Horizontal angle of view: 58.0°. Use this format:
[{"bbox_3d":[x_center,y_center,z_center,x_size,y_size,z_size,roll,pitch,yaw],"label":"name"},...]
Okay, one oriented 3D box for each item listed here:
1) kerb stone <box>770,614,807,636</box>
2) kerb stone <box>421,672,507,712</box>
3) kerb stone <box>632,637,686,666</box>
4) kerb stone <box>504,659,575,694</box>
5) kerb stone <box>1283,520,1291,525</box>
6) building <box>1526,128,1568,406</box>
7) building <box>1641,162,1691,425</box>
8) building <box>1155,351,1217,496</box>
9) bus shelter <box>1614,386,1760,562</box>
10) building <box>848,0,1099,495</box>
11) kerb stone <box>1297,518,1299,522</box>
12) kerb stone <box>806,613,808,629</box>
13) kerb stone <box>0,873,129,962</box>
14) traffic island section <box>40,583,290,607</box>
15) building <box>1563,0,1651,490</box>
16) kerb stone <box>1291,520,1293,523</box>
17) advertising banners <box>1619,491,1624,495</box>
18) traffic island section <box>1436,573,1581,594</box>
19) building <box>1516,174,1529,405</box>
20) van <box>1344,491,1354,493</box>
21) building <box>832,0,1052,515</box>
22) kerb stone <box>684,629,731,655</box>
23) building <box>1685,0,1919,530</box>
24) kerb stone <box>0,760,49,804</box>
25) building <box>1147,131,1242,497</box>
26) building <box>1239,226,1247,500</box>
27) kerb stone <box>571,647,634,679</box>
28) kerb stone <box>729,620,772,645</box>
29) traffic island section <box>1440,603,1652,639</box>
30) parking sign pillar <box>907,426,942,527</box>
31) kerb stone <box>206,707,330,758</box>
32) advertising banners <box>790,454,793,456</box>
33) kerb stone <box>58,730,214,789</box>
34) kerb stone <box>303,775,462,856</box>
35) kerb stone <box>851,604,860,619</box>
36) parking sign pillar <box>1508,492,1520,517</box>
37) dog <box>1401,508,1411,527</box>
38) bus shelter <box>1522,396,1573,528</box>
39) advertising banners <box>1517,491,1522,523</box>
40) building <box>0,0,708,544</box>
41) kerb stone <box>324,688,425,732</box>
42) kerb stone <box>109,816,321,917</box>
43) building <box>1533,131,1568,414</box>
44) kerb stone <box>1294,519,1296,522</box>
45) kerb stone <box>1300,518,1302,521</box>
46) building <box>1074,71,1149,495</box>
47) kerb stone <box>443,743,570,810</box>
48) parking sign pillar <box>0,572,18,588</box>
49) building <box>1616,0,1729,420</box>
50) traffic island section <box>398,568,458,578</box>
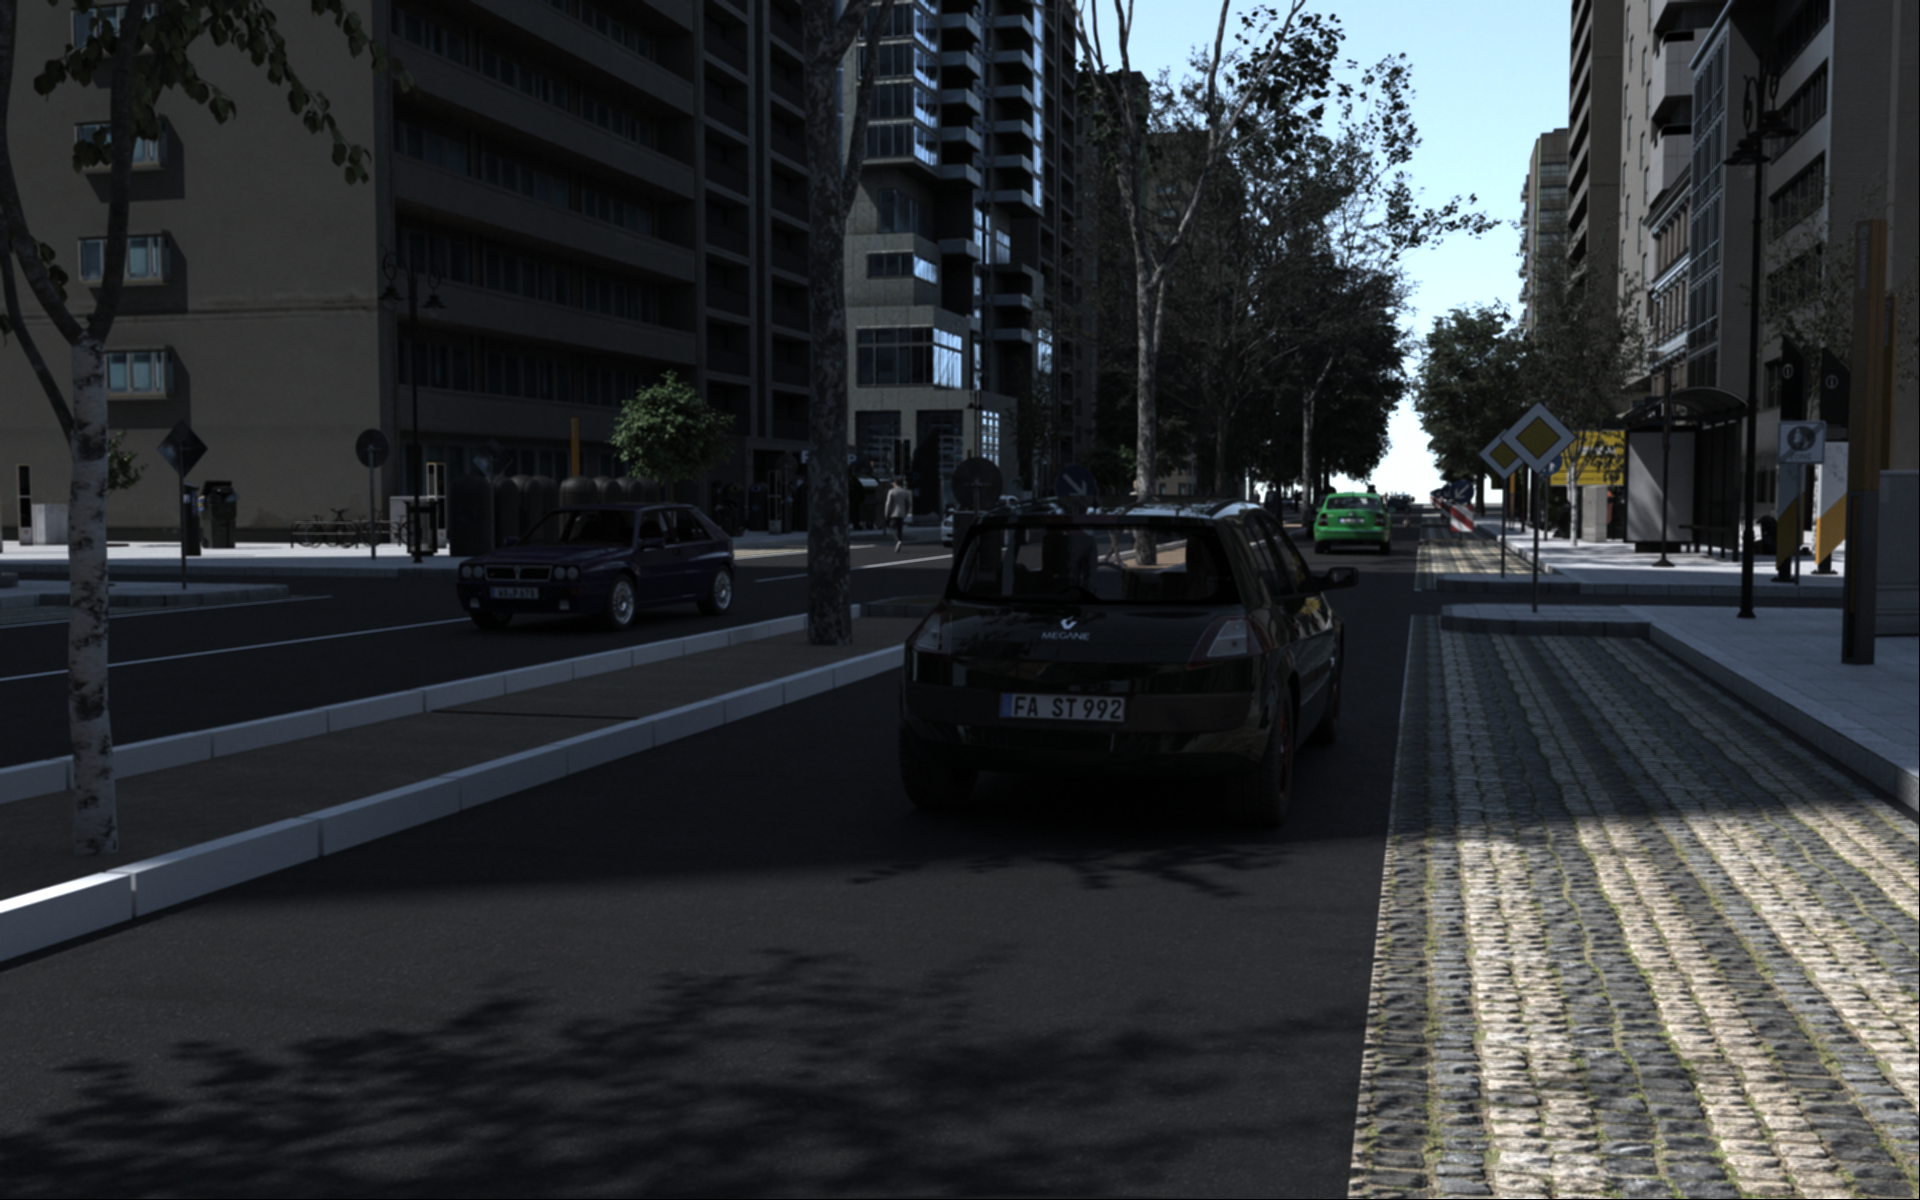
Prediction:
[{"bbox_3d":[-1.828,0.271,17.765,0.120,0.150,1.000,1,4,15],"label":"kerb stone"},{"bbox_3d":[-3.421,0.634,11.827,0.120,0.150,1.000,1,4,15],"label":"kerb stone"},{"bbox_3d":[-2.626,0.453,14.797,0.120,0.150,1.000,1,4,15],"label":"kerb stone"},{"bbox_3d":[-3.159,0.574,12.815,0.120,0.150,1.000,1,4,15],"label":"kerb stone"},{"bbox_3d":[15.592,-3.698,82.661,0.120,0.150,1.000,1,4,15],"label":"kerb stone"},{"bbox_3d":[76.707,-34.319,211.234,14.600,45.320,14.200,1,4,15],"label":"building"},{"bbox_3d":[40.428,-13.535,85.918,10.561,19.102,19.286,1,4,15],"label":"building"},{"bbox_3d":[15.998,-22.476,212.528,27.650,21.520,28.899,1,4,15],"label":"building"},{"bbox_3d":[14.591,-2.521,35.139,2.014,3.302,5.546,1,4,15],"label":"bus shelter"},{"bbox_3d":[1.123,-43.382,147.554,20.563,71.187,20.611,1,4,15],"label":"building"},{"bbox_3d":[16.918,-4.001,87.612,0.120,0.150,1.000,1,4,15],"label":"kerb stone"},{"bbox_3d":[-1.550,0.210,18.757,0.120,0.150,1.000,1,4,15],"label":"kerb stone"},{"bbox_3d":[-2.982,1.029,5.375,0.120,0.150,1.000,1,4,15],"label":"kerb stone"},{"bbox_3d":[-10.441,-0.061,23.275,2.009,0.180,2.903,1,4,15],"label":"traffic island section"},{"bbox_3d":[59.106,-31.231,134.320,21.300,48.544,21.600,1,4,15],"label":"building"},{"bbox_3d":[15.853,-3.757,83.649,0.120,0.150,1.000,1,4,15],"label":"kerb stone"},{"bbox_3d":[35.918,-6.022,94.647,2.074,3.025,0.090,0,4,-3],"label":"advertising banners"},{"bbox_3d":[8.330,-0.259,26.517,2.009,0.180,2.903,1,4,15],"label":"traffic island section"},{"bbox_3d":[86.712,-37.460,232.080,23.786,49.044,30.456,1,4,15],"label":"building"},{"bbox_3d":[48.953,-12.896,217.867,2.013,2.044,4.112,1,4,13],"label":"van"},{"bbox_3d":[-5.623,-49.514,122.225,22.319,86.520,31.000,1,4,15],"label":"building"},{"bbox_3d":[-2.361,0.395,15.788,0.120,0.150,1.000,1,4,15],"label":"kerb stone"},{"bbox_3d":[35.471,-14.833,61.580,14.314,24.678,30.058,1,4,15],"label":"building"},{"bbox_3d":[-4.487,0.877,7.862,0.120,0.150,1.000,1,4,15],"label":"kerb stone"},{"bbox_3d":[26.330,-37.431,235.697,21.300,48.544,21.600,1,4,15],"label":"building"},{"bbox_3d":[34.197,-34.797,252.522,14.154,41.232,14.086,1,4,15],"label":"building"},{"bbox_3d":[-2.896,0.513,13.806,0.120,0.150,1.000,1,4,15],"label":"kerb stone"},{"bbox_3d":[-2.088,0.334,16.777,0.120,0.150,1.000,1,4,15],"label":"kerb stone"},{"bbox_3d":[6.260,0.213,18.804,2.009,0.180,2.903,1,4,15],"label":"traffic island section"},{"bbox_3d":[-1.361,-4.872,68.133,1.447,3.967,1.447,2,4,33],"label":"parking sign pillar"},{"bbox_3d":[-3.955,0.760,9.843,0.120,0.150,1.000,1,4,15],"label":"kerb stone"},{"bbox_3d":[-7.190,-4.935,76.877,0.090,3.025,2.074,1,4,21],"label":"advertising banners"},{"bbox_3d":[-4.217,0.816,8.848,0.120,0.150,1.000,1,4,15],"label":"kerb stone"},{"bbox_3d":[-2.447,0.909,7.353,0.120,0.150,1.000,1,4,15],"label":"kerb stone"},{"bbox_3d":[-1.300,0.156,19.749,0.120,0.150,1.000,1,4,15],"label":"kerb stone"},{"bbox_3d":[31.018,-6.581,96.069,1.447,3.967,1.447,0,4,6],"label":"parking sign pillar"},{"bbox_3d":[19.591,-3.636,76.291,0.800,0.831,0.513,-3,4,-36],"label":"dog"},{"bbox_3d":[23.252,-5.557,68.482,2.179,5.291,8.768,1,4,15],"label":"bus shelter"},{"bbox_3d":[25.905,-4.977,77.566,2.074,3.025,0.090,-1,4,-16],"label":"advertising banners"},{"bbox_3d":[-22.426,-26.436,55.937,21.300,48.544,21.600,1,4,15],"label":"building"},{"bbox_3d":[-3.692,0.697,10.831,0.120,0.150,1.000,1,4,15],"label":"kerb stone"},{"bbox_3d":[-2.719,0.968,6.363,0.120,0.150,1.000,1,4,15],"label":"kerb stone"},{"bbox_3d":[72.600,-31.400,196.990,14.154,41.232,14.086,1,4,15],"label":"building"},{"bbox_3d":[16.388,-3.879,85.634,0.120,0.150,1.000,1,4,15],"label":"kerb stone"},{"bbox_3d":[17.447,-4.122,89.597,0.120,0.150,1.000,1,4,15],"label":"kerb stone"},{"bbox_3d":[9.807,-29.410,164.440,14.154,41.232,14.086,1,4,15],"label":"building"},{"bbox_3d":[-2.187,0.847,8.343,0.120,0.150,1.000,1,4,15],"label":"kerb stone"},{"bbox_3d":[-13.730,-2.150,23.621,1.447,3.967,1.447,-1,4,-13],"label":"parking sign pillar"},{"bbox_3d":[57.189,-31.771,108.695,28.713,52.752,27.495,1,4,15],"label":"building"},{"bbox_3d":[-8.371,-0.533,30.988,2.009,0.180,2.903,1,4,15],"label":"traffic island section"}]
